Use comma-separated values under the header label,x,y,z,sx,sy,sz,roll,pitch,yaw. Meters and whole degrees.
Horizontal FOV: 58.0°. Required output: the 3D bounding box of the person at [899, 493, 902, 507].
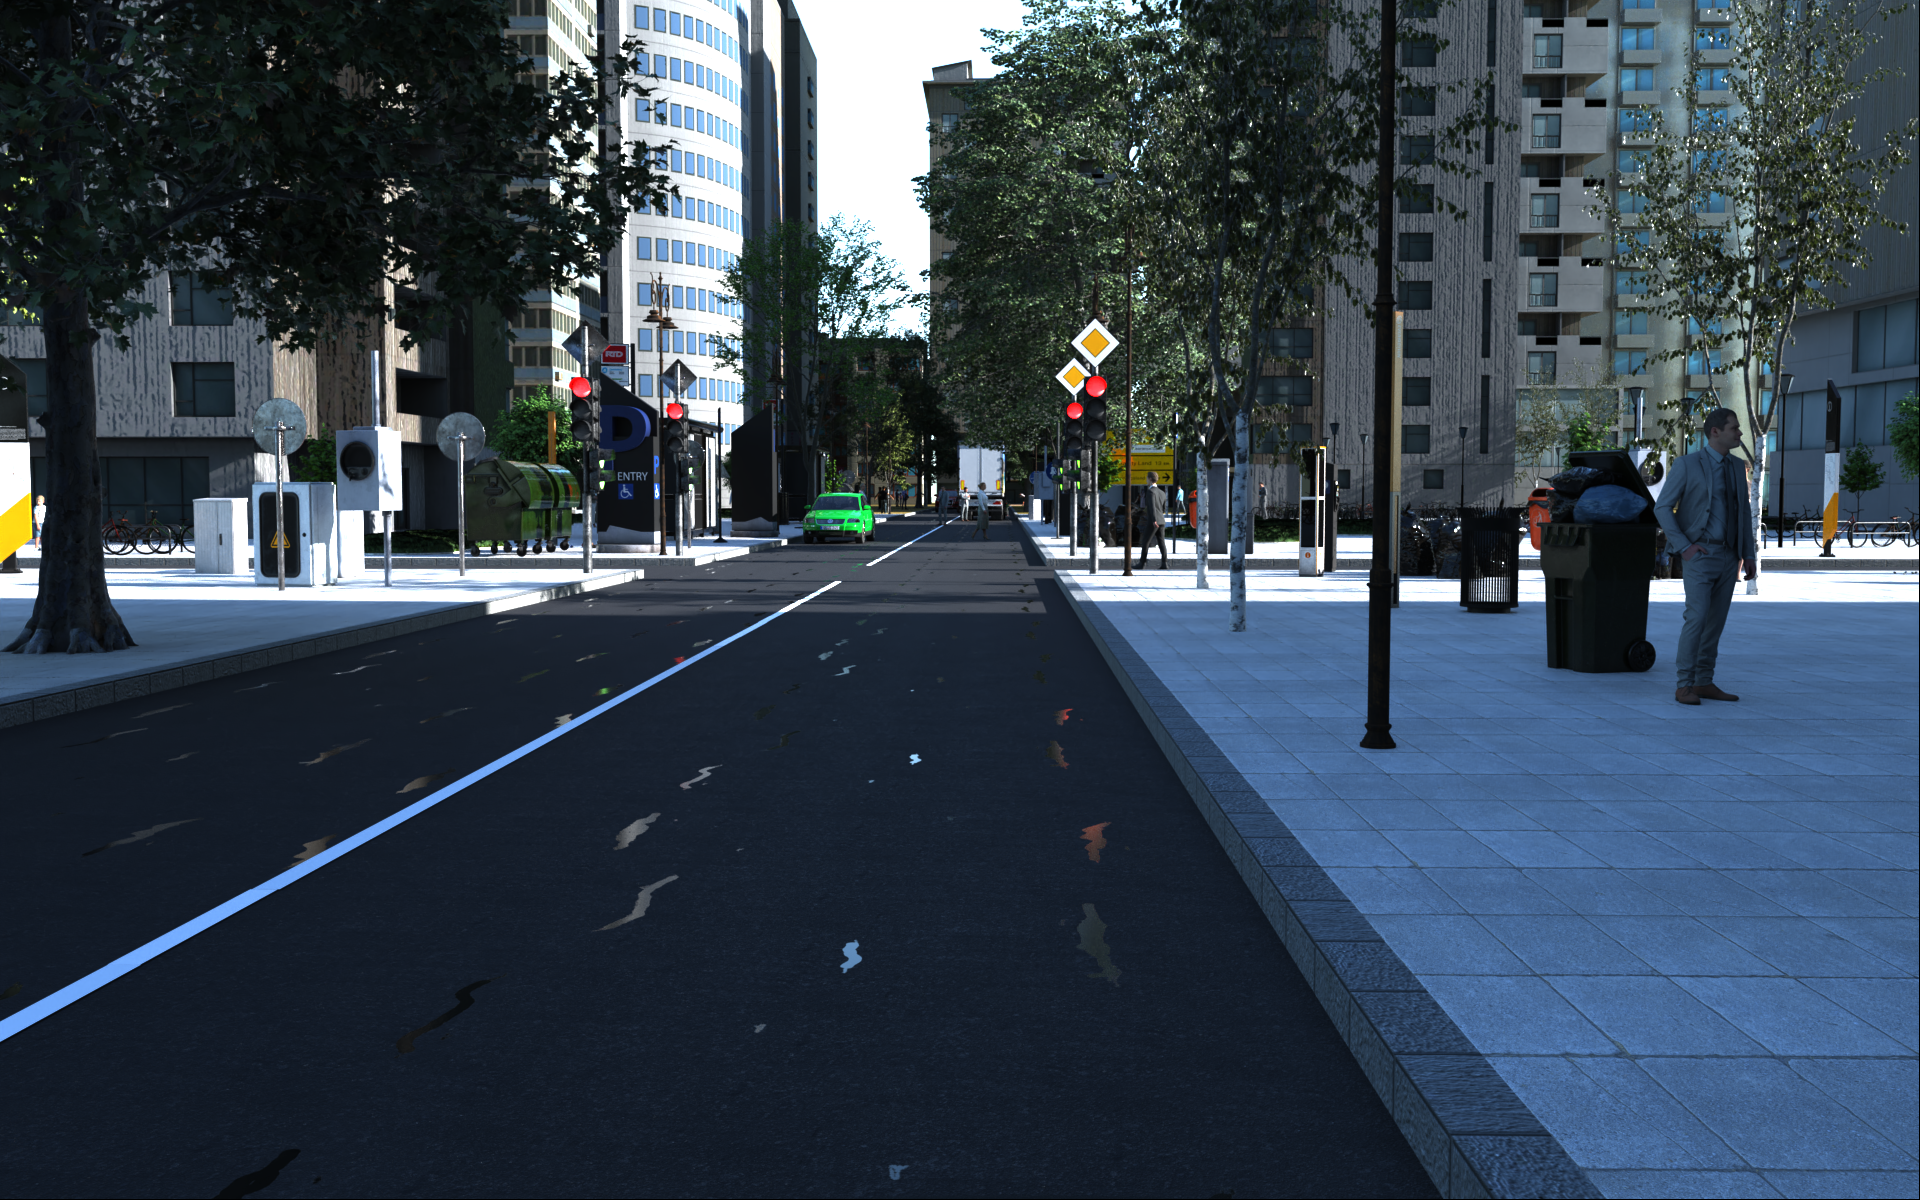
label,x,y,z,sx,sy,sz,roll,pitch,yaw
person,-5.887,-10.068,173.877,0.599,1.433,0.991,0,4,3

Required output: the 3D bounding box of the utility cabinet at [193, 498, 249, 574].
label,x,y,z,sx,sy,sz,roll,pitch,yaw
utility cabinet,-11.959,-1.030,28.008,1.020,1.237,0.306,2,4,32

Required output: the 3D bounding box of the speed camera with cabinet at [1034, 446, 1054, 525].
label,x,y,z,sx,sy,sz,roll,pitch,yaw
speed camera with cabinet,4.077,-4.716,71.440,2.038,3.252,0.660,-1,4,-21

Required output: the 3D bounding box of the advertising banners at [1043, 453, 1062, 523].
label,x,y,z,sx,sy,sz,roll,pitch,yaw
advertising banners,4.316,-4.867,75.771,0.090,3.025,2.074,-2,4,-35

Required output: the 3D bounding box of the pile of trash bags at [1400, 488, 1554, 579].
label,x,y,z,sx,sy,sz,roll,pitch,yaw
pile of trash bags,8.002,-1.033,26.644,1.912,1.369,3.447,-2,4,-27

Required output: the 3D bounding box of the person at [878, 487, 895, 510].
label,x,y,z,sx,sy,sz,roll,pitch,yaw
person,-5.730,-7.833,134.114,1.348,1.823,0.705,1,4,14

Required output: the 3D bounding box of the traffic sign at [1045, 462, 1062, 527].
label,x,y,z,sx,sy,sz,roll,pitch,yaw
traffic sign,3.696,-4.103,67.193,0.768,2.556,0.104,0,4,5

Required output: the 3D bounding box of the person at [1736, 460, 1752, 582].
label,x,y,z,sx,sy,sz,roll,pitch,yaw
person,11.335,-1.155,25.264,0.599,1.781,0.374,1,4,15

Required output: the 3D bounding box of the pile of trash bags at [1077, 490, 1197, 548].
label,x,y,z,sx,sy,sz,roll,pitch,yaw
pile of trash bags,4.440,-1.986,42.220,3.447,1.369,1.912,0,4,-2

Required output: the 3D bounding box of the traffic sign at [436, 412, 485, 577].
label,x,y,z,sx,sy,sz,roll,pitch,yaw
traffic sign,-7.753,-1.639,26.898,0.768,2.556,0.104,0,4,3

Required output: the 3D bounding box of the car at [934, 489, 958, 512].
label,x,y,z,sx,sy,sz,roll,pitch,yaw
car,-0.914,-7.884,137.583,2.281,1.827,5.304,0,4,1

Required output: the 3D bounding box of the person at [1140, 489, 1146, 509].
label,x,y,z,sx,sy,sz,roll,pitch,yaw
person,15.566,-8.616,147.580,0.621,1.740,0.551,-1,4,-19

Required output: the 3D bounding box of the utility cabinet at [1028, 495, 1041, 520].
label,x,y,z,sx,sy,sz,roll,pitch,yaw
utility cabinet,3.756,-4.634,86.922,0.306,1.237,1.020,1,4,23

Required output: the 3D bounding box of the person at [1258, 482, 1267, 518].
label,x,y,z,sx,sy,sz,roll,pitch,yaw
person,14.353,-4.674,82.276,0.447,1.846,0.655,-1,4,-10

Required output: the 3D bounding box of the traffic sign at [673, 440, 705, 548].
label,x,y,z,sx,sy,sz,roll,pitch,yaw
traffic sign,-6.391,-2.490,40.824,0.768,2.556,0.104,1,4,10

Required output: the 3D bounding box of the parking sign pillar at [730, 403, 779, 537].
label,x,y,z,sx,sy,sz,roll,pitch,yaw
parking sign pillar,-6.153,-3.870,51.741,1.447,3.967,1.447,1,4,13

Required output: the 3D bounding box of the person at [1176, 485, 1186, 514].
label,x,y,z,sx,sy,sz,roll,pitch,yaw
person,14.114,-6.424,110.943,0.638,1.841,0.748,-2,4,-34

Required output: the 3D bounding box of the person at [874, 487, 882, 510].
label,x,y,z,sx,sy,sz,roll,pitch,yaw
person,-6.463,-8.187,139.524,0.705,1.869,1.348,-3,4,-37

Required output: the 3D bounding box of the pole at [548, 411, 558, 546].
label,x,y,z,sx,sy,sz,roll,pitch,yaw
pole,-10.071,-2.996,42.824,0.158,3.312,0.155,0,3,0

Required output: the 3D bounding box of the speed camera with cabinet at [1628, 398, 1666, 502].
label,x,y,z,sx,sy,sz,roll,pitch,yaw
speed camera with cabinet,13.311,-2.502,35.249,2.038,3.252,0.660,-1,4,-14

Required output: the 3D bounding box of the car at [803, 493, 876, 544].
label,x,y,z,sx,sy,sz,roll,pitch,yaw
car,-3.569,-2.614,51.534,1.959,1.807,4.718,0,4,3

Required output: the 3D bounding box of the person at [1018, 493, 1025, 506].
label,x,y,z,sx,sy,sz,roll,pitch,yaw
person,6.601,-10.646,183.293,0.799,1.438,0.628,-3,5,-45

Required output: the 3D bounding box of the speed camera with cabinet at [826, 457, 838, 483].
label,x,y,z,sx,sy,sz,roll,pitch,yaw
speed camera with cabinet,-7.061,-5.930,91.285,0.660,3.252,2.038,1,4,17

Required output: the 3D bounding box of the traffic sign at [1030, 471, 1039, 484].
label,x,y,z,sx,sy,sz,roll,pitch,yaw
traffic sign,4.219,-5.839,95.571,0.768,2.556,0.104,1,4,10

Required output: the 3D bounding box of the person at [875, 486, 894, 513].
label,x,y,z,sx,sy,sz,roll,pitch,yaw
person,-5.029,-6.639,114.608,1.348,1.822,0.705,1,4,22

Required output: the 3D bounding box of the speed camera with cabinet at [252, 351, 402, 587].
label,x,y,z,sx,sy,sz,roll,pitch,yaw
speed camera with cabinet,-8.786,-1.814,23.998,2.038,3.252,0.660,1,4,16

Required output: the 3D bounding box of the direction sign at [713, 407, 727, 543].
label,x,y,z,sx,sy,sz,roll,pitch,yaw
direction sign,-6.340,-3.285,45.712,0.379,3.537,0.876,-1,4,-11

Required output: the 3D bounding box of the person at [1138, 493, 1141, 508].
label,x,y,z,sx,sy,sz,roll,pitch,yaw
person,16.469,-9.179,159.381,0.557,1.426,1.065,-3,5,-42

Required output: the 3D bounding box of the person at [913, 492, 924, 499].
label,x,y,z,sx,sy,sz,roll,pitch,yaw
person,-4.174,-10.581,179.050,1.348,1.824,0.705,-2,4,-24

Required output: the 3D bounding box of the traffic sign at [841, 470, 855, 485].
label,x,y,z,sx,sy,sz,roll,pitch,yaw
traffic sign,-5.943,-5.617,91.946,0.768,2.556,0.104,0,4,4

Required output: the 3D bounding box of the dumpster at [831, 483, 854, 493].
label,x,y,z,sx,sy,sz,roll,pitch,yaw
dumpster,-6.093,-5.041,88.184,1.264,1.857,1.865,0,4,1

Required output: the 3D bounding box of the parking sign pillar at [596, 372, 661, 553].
label,x,y,z,sx,sy,sz,roll,pitch,yaw
parking sign pillar,-7.282,-3.030,38.020,1.447,3.967,1.447,1,4,8

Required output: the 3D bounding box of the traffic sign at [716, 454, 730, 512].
label,x,y,z,sx,sy,sz,roll,pitch,yaw
traffic sign,-7.933,-3.455,56.493,0.884,2.594,0.081,0,4,6

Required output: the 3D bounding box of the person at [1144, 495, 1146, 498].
label,x,y,z,sx,sy,sz,roll,pitch,yaw
person,15.356,-8.155,139.005,1.348,1.869,0.705,2,4,29

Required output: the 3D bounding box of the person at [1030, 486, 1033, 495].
label,x,y,z,sx,sy,sz,roll,pitch,yaw
person,4.533,-6.152,106.730,0.694,1.812,0.767,-3,5,-41

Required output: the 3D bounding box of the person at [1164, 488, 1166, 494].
label,x,y,z,sx,sy,sz,roll,pitch,yaw
person,15.432,-7.602,131.054,0.721,1.743,1.217,0,4,3

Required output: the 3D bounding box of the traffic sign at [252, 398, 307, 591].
label,x,y,z,sx,sy,sz,roll,pitch,yaw
traffic sign,-9.018,-1.397,22.948,0.768,2.556,0.104,0,4,6

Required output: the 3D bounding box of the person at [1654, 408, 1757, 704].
label,x,y,z,sx,sy,sz,roll,pitch,yaw
person,4.648,-0.282,10.756,0.635,1.810,0.391,-2,4,-28

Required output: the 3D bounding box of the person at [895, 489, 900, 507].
label,x,y,z,sx,sy,sz,roll,pitch,yaw
person,-6.278,-10.369,176.022,0.568,1.767,0.683,1,4,10

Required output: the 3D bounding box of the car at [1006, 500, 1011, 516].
label,x,y,z,sx,sy,sz,roll,pitch,yaw
car,2.391,-6.540,116.720,2.009,1.686,4.222,0,4,3

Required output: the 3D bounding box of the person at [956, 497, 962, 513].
label,x,y,z,sx,sy,sz,roll,pitch,yaw
person,0.065,-7.398,130.008,0.990,1.755,0.434,3,5,43

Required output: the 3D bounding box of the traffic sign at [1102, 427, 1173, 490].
label,x,y,z,sx,sy,sz,roll,pitch,yaw
traffic sign,5.408,-3.594,52.629,2.265,3.308,0.079,0,4,6

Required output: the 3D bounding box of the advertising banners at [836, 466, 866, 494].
label,x,y,z,sx,sy,sz,roll,pitch,yaw
advertising banners,-6.838,-6.953,109.874,2.074,3.025,0.090,-1,4,-12

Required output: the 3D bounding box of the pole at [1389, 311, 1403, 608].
label,x,y,z,sx,sy,sz,roll,pitch,yaw
pole,4.850,-1.567,19.469,0.158,3.312,0.155,0,3,0

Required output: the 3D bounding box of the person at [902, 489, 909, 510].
label,x,y,z,sx,sy,sz,roll,pitch,yaw
person,-4.451,-8.302,141.653,0.599,1.838,0.709,3,5,43
